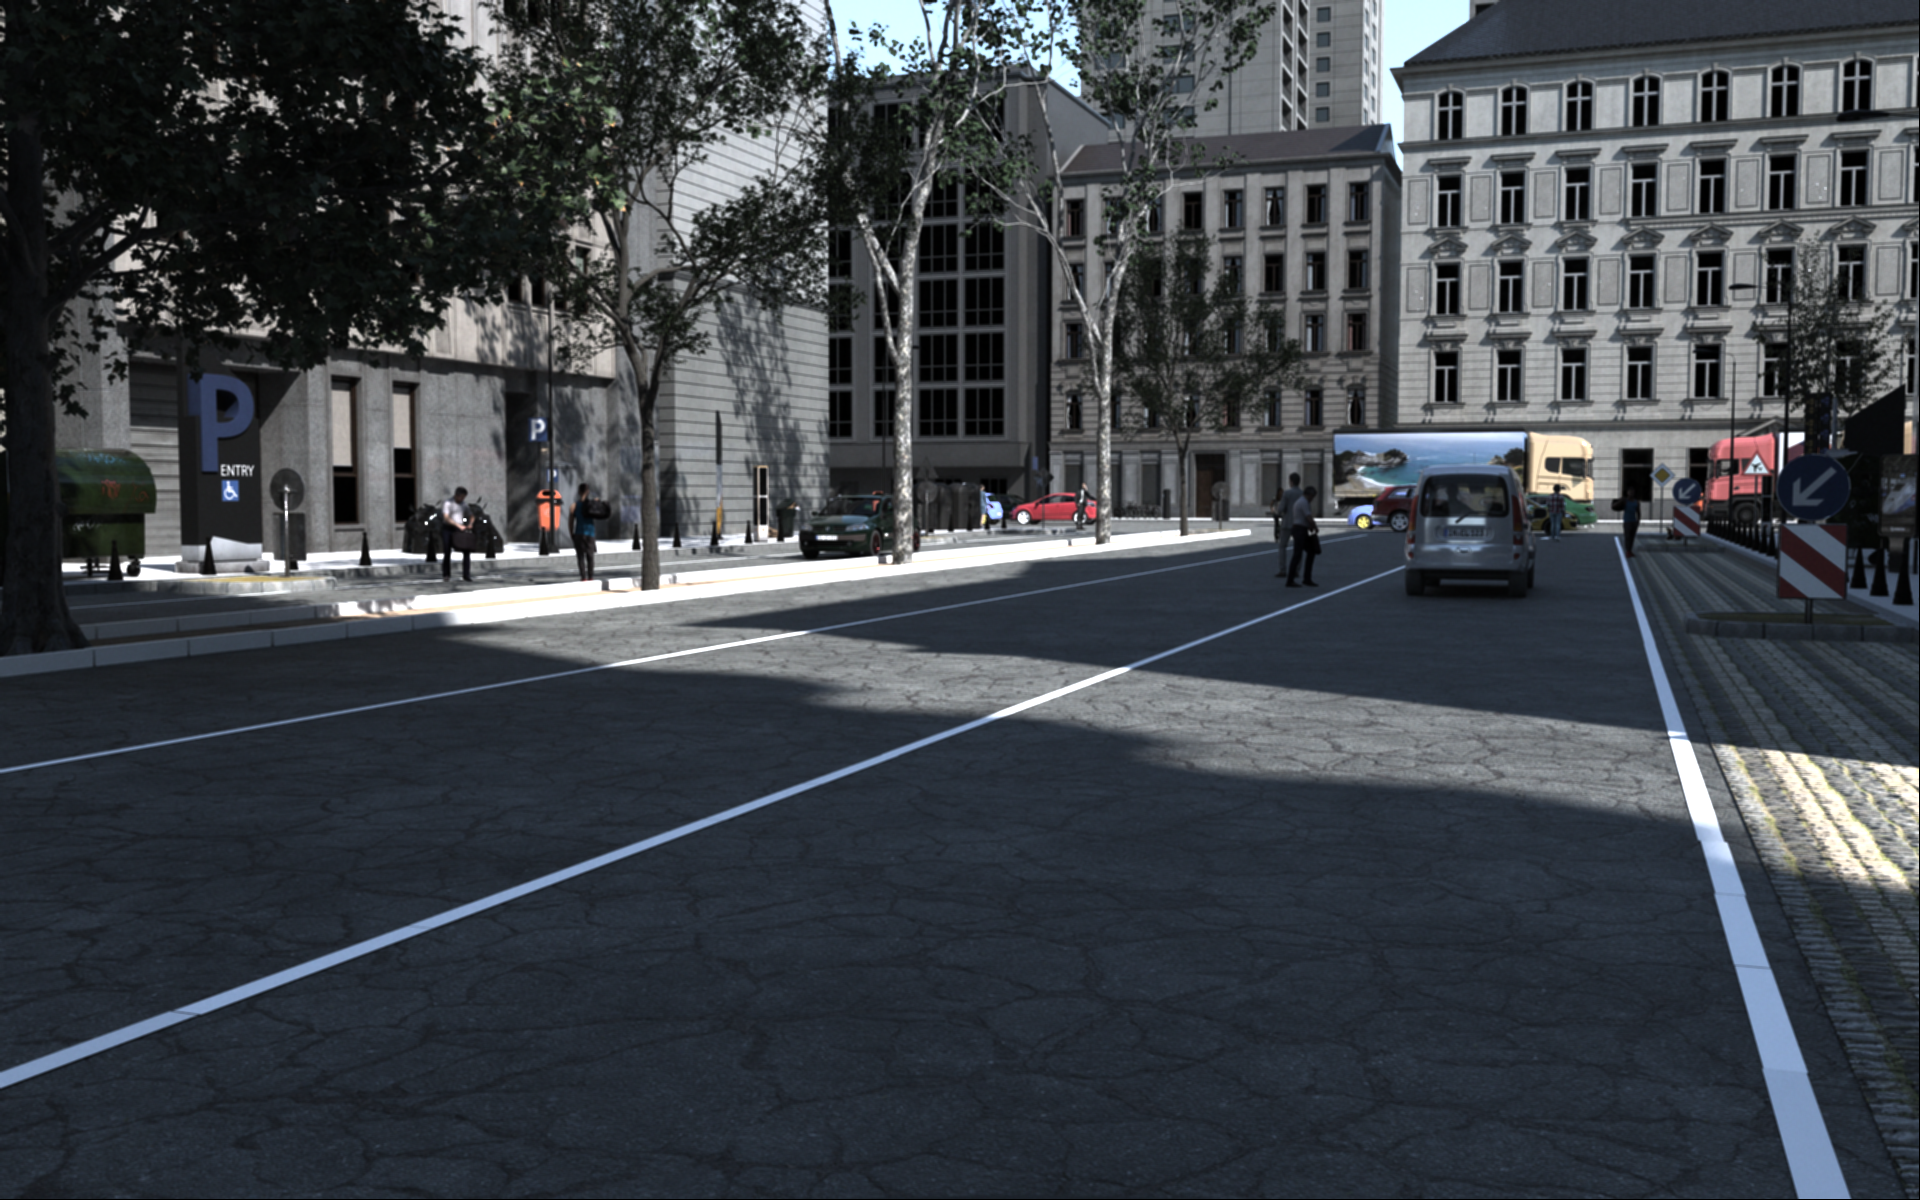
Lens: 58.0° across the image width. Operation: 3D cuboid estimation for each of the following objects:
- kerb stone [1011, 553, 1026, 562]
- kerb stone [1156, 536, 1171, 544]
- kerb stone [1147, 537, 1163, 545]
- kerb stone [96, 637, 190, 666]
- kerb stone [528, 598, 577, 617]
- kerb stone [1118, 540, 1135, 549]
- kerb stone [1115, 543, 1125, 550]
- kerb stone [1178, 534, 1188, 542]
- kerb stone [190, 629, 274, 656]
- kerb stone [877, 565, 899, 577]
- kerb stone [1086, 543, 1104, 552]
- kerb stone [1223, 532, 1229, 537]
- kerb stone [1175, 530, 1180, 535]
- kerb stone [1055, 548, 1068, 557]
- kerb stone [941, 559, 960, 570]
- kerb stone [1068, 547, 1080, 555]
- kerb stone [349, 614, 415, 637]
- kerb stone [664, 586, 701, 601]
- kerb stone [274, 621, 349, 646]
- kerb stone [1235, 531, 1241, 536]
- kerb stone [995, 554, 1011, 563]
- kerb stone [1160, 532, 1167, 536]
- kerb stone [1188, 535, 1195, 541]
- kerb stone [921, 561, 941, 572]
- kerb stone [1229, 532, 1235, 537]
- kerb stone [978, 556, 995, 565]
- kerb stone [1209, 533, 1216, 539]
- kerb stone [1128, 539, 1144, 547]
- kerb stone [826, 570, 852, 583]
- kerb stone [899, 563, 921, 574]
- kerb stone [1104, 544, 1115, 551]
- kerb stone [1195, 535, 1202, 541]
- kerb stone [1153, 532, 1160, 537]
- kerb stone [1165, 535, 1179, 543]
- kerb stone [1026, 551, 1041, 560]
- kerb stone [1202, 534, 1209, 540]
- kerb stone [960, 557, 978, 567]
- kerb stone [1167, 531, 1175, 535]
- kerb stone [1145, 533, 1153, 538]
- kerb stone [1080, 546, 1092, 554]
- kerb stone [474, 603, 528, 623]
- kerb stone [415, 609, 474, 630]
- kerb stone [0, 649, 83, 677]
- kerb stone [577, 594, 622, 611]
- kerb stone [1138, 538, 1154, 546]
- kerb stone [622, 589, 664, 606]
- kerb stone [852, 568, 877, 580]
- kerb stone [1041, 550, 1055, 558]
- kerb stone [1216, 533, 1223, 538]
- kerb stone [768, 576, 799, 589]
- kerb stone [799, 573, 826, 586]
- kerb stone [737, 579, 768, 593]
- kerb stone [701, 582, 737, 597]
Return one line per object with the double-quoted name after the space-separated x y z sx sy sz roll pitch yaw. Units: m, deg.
1.153 -0.909 37.061 0.120 0.150 1.000 1 4 20 "kerb stone"
5.798 -1.675 49.575 0.120 0.150 1.000 1 4 20 "kerb stone"
5.439 -1.612 48.613 0.120 0.150 1.000 1 4 20 "kerb stone"
-7.070 0.447 14.887 0.120 0.150 1.000 1 4 20 "kerb stone"
-4.928 0.095 20.679 0.120 0.150 1.000 1 4 20 "kerb stone"
4.369 -1.439 45.724 0.120 0.150 1.000 1 4 20 "kerb stone"
4.011 -1.376 44.761 0.120 0.150 1.000 1 4 20 "kerb stone"
6.521 -1.792 51.497 0.120 0.150 1.000 1 4 20 "kerb stone"
-6.711 0.389 15.847 0.120 0.150 1.000 1 4 20 "kerb stone"
-1.351 -0.496 30.311 0.120 0.150 1.000 1 4 20 "kerb stone"
3.307 -1.262 42.835 0.120 0.150 1.000 1 4 20 "kerb stone"
8.664 -2.145 57.274 0.120 0.150 1.000 1 4 20 "kerb stone"
7.400 -2.307 59.923 0.120 0.150 1.000 1 4 20 "kerb stone"
2.231 -1.081 39.949 0.120 0.150 1.000 1 4 20 "kerb stone"
-0.279 -0.673 33.198 0.120 0.150 1.000 1 4 20 "kerb stone"
2.584 -1.145 40.913 0.120 0.150 1.000 1 4 20 "kerb stone"
-5.996 0.270 17.782 0.120 0.150 1.000 1 4 20 "kerb stone"
-3.850 -0.080 23.568 0.120 0.150 1.000 1 4 20 "kerb stone"
-6.349 0.335 16.818 0.120 0.150 1.000 1 4 20 "kerb stone"
9.366 -2.258 59.202 0.120 0.150 1.000 1 4 20 "kerb stone"
0.787 -0.849 36.094 0.120 0.150 1.000 1 4 20 "kerb stone"
6.683 -2.190 58.000 0.120 0.150 1.000 1 4 20 "kerb stone"
6.870 -1.851 52.461 0.120 0.150 1.000 1 4 20 "kerb stone"
-0.634 -0.614 32.236 0.120 0.150 1.000 1 4 20 "kerb stone"
9.007 -2.205 58.241 0.120 0.150 1.000 1 4 20 "kerb stone"
0.440 -0.791 35.127 0.120 0.150 1.000 1 4 20 "kerb stone"
7.939 -2.024 55.345 0.120 0.150 1.000 1 4 20 "kerb stone"
4.721 -1.498 46.688 0.120 0.150 1.000 1 4 20 "kerb stone"
-2.066 -0.379 28.389 0.120 0.150 1.000 1 4 20 "kerb stone"
-0.993 -0.555 31.275 0.120 0.150 1.000 1 4 20 "kerb stone"
3.658 -1.321 43.798 0.120 0.150 1.000 1 4 20 "kerb stone"
7.220 -1.910 53.425 0.120 0.150 1.000 1 4 20 "kerb stone"
6.327 -2.131 57.038 0.120 0.150 1.000 1 4 20 "kerb stone"
6.154 -1.734 50.539 0.120 0.150 1.000 1 4 20 "kerb stone"
1.511 -0.968 38.022 0.120 0.150 1.000 1 4 20 "kerb stone"
7.580 -1.969 54.384 0.120 0.150 1.000 1 4 20 "kerb stone"
0.083 -0.732 34.166 0.120 0.150 1.000 1 4 20 "kerb stone"
7.042 -2.249 58.960 0.120 0.150 1.000 1 4 20 "kerb stone"
5.976 -2.071 56.074 0.120 0.150 1.000 1 4 20 "kerb stone"
2.941 -1.203 41.875 0.120 0.150 1.000 1 4 20 "kerb stone"
-5.286 0.156 19.710 0.120 0.150 1.000 1 4 20 "kerb stone"
-5.643 0.211 18.749 0.120 0.150 1.000 1 4 20 "kerb stone"
-7.426 0.512 13.926 0.120 0.150 1.000 1 4 20 "kerb stone"
-4.568 0.034 21.642 0.120 0.150 1.000 1 4 20 "kerb stone"
5.083 -1.557 47.650 0.120 0.150 1.000 1 4 20 "kerb stone"
-4.203 -0.025 22.600 0.120 0.150 1.000 1 4 20 "kerb stone"
-1.704 -0.437 29.348 0.120 0.150 1.000 1 4 20 "kerb stone"
1.866 -1.027 38.986 0.120 0.150 1.000 1 4 20 "kerb stone"
8.295 -2.086 56.307 0.120 0.150 1.000 1 4 20 "kerb stone"
-2.777 -0.261 26.462 0.120 0.150 1.000 1 4 20 "kerb stone"
-2.420 -0.320 27.423 0.120 0.150 1.000 1 4 20 "kerb stone"
-3.139 -0.202 25.503 0.120 0.150 1.000 1 4 20 "kerb stone"
-3.487 -0.143 24.532 0.120 0.150 1.000 1 4 20 "kerb stone"
